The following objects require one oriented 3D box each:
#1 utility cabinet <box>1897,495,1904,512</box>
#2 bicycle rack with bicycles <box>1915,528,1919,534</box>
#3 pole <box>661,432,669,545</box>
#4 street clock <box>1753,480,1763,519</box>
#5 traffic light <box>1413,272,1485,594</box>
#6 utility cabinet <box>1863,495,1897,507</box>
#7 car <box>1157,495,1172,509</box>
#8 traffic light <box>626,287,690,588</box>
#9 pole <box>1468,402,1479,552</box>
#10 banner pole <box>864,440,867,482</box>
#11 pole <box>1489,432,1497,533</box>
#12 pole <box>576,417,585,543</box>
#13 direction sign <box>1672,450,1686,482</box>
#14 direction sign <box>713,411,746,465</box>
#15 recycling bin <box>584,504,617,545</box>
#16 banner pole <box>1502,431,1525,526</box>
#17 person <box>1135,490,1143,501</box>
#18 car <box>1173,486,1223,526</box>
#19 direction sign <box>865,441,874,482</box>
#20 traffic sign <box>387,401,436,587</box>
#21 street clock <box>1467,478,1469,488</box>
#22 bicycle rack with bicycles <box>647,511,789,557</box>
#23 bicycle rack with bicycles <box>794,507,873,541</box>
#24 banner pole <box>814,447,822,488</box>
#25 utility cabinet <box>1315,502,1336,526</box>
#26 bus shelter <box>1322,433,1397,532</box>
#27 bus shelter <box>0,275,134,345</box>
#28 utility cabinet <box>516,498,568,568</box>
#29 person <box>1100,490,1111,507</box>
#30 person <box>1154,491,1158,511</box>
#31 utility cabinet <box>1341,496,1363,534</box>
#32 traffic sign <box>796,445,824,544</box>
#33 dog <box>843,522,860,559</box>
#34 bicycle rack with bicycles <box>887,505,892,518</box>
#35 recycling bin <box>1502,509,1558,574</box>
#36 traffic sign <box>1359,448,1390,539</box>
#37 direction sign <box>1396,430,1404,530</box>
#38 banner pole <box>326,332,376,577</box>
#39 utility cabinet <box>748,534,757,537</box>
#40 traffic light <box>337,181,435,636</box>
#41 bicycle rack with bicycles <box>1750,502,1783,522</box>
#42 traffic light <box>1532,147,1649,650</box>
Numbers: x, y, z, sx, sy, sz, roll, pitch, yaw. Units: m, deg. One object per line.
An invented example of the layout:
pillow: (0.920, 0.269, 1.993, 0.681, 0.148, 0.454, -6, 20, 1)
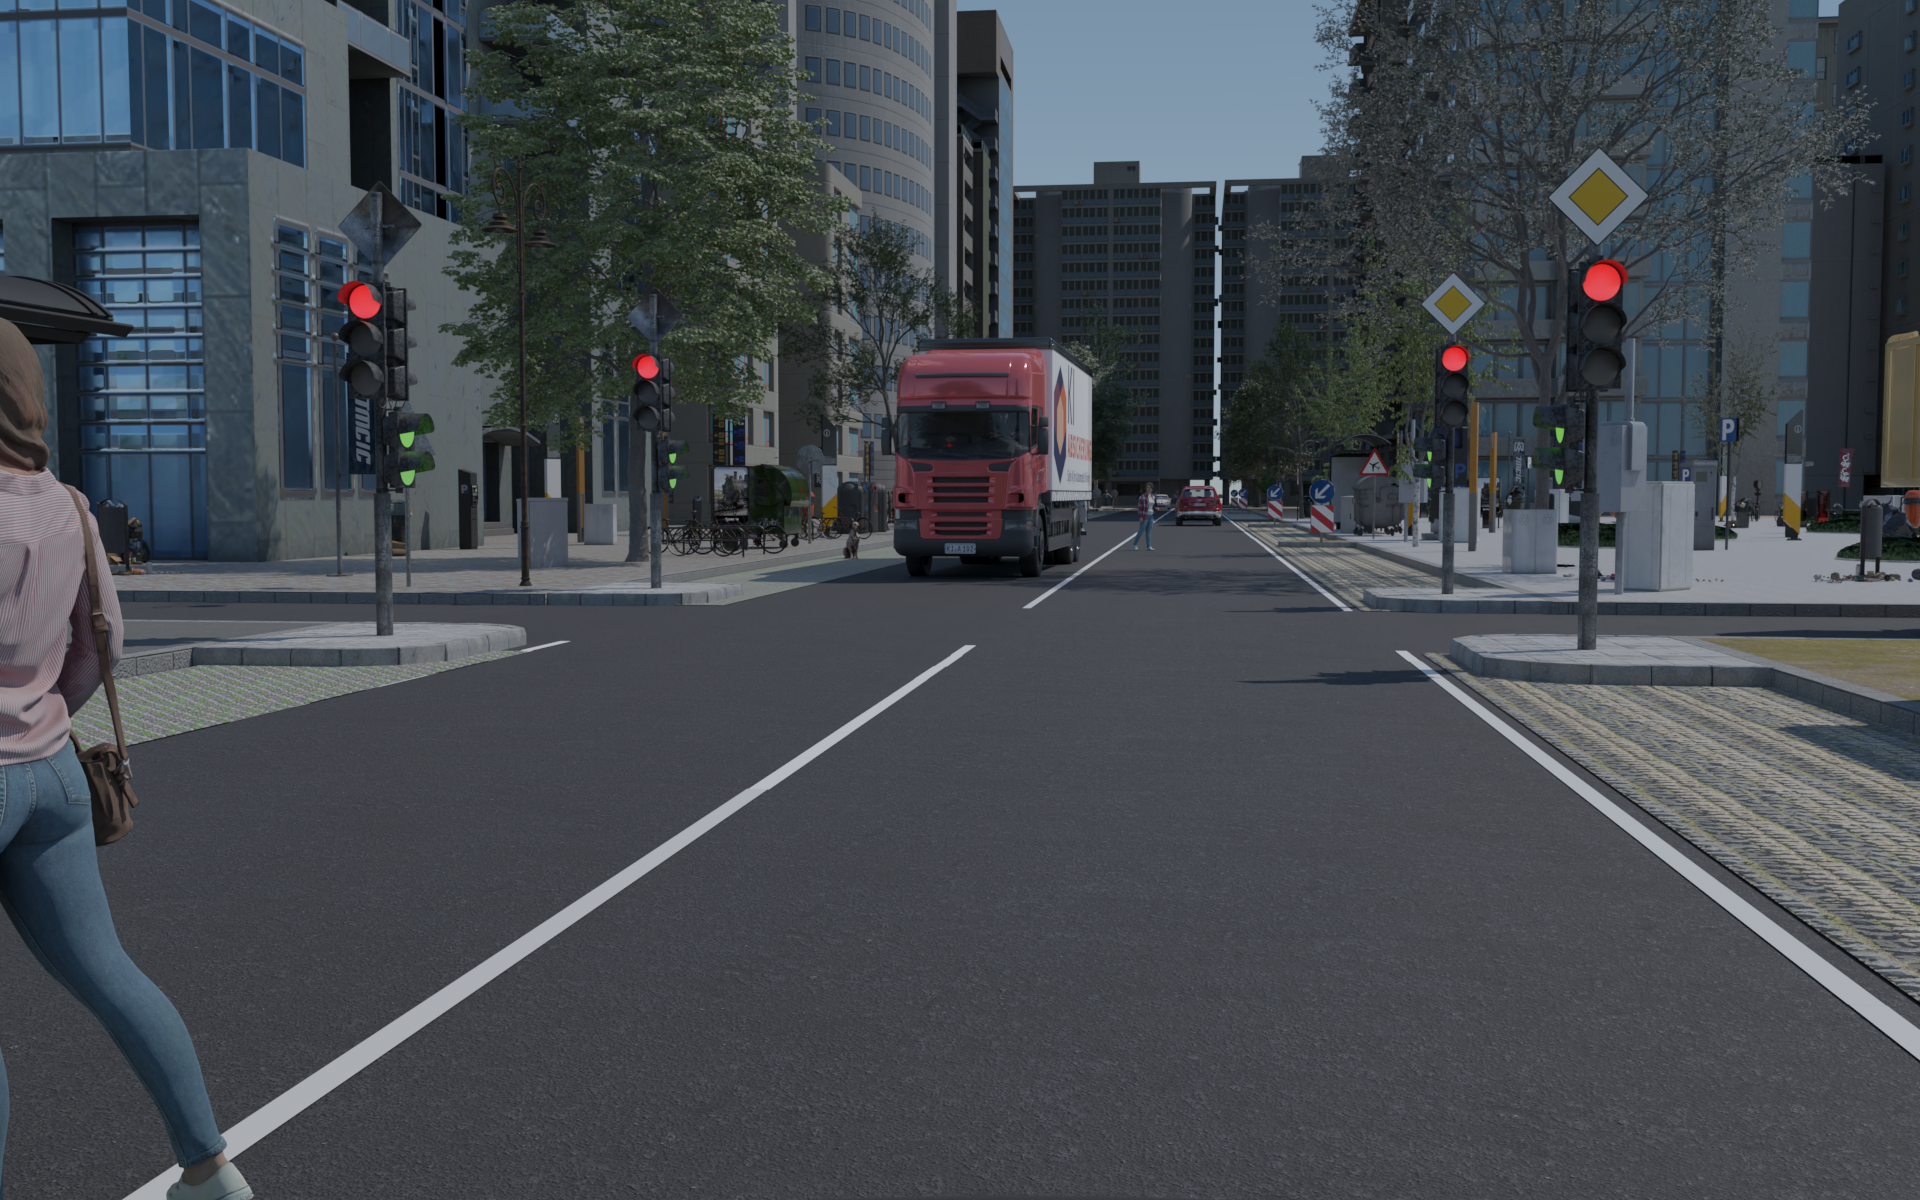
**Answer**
utility cabinet: (42.342, -4.116, 78.457, 1.020, 1.237, 0.306, -2, 4, -29)
bicycle rack with bicycles: (27.467, -2.040, 46.734, 2.925, 0.926, 2.852, -1, 4, -11)
pole: (-7.511, -3.069, 44.016, 0.158, 3.312, 0.155, 0, 3, 0)
street clock: (40.229, -5.063, 87.353, 0.471, 2.002, 0.358, -3, 4, -37)
traffic light: (6.241, -2.031, 22.123, 0.839, 4.253, 0.868, 0, 4, 8)
utility cabinet: (34.966, -3.350, 65.936, 1.020, 1.237, 0.306, 3, 4, 37)
car: (19.136, -9.346, 165.172, 2.083, 1.381, 4.827, 0, 4, 8)
traffic light: (-4.128, -2.116, 23.512, 0.839, 4.253, 0.868, 0, 4, 8)
pole: (11.464, -2.741, 38.661, 0.158, 3.312, 0.155, 0, 3, 0)
banner pole: (-4.406, -5.565, 80.997, 0.401, 3.779, 0.863, 0, 4, 5)
pole: (17.614, -3.877, 57.231, 0.158, 3.312, 0.155, 0, 3, 0)
pole: (-10.000, -3.168, 45.647, 0.158, 3.312, 0.155, 0, 3, 0)
direction sign: (37.296, -5.991, 89.947, 0.876, 3.537, 0.379, -2, 4, -23)
direction sign: (-6.265, -3.367, 47.045, 0.876, 3.537, 0.379, 0, 4, -3)
recycling bin: (-9.111, -1.916, 43.878, 0.722, 1.027, 0.722, 0, 4, -2)
banner pole: (22.201, -4.852, 69.349, 0.863, 3.779, 0.401, 0, 4, 3)
person: (13.986, -7.667, 134.377, 0.721, 1.766, 1.217, 3, 5, 42)
car: (10.920, -4.326, 79.404, 2.281, 1.827, 5.304, 0, 4, 6)
direction sign: (-3.873, -5.022, 74.103, 0.379, 3.537, 0.876, 1, 4, 22)
traffic sign: (-7.623, -1.460, 23.876, 0.884, 2.594, 0.081, 1, 4, 17)
street clock: (23.067, -4.541, 78.819, 0.358, 2.002, 0.471, 2, 4, 28)
bicycle rack with bicycles: (-5.287, -1.394, 36.170, 2.925, 0.926, 2.852, 1, 4, 8)
bicycle rack with bicycles: (-4.288, -2.172, 48.891, 2.925, 0.926, 2.852, 3, 4, 37)
banner pole: (-6.434, -5.535, 80.515, 0.863, 3.779, 0.401, 2, 4, 26)
utility cabinet: (14.814, -3.711, 69.358, 1.173, 1.500, 0.318, 0, 4, -3)
bus shelter: (13.864, -4.063, 60.359, 2.014, 3.302, 5.546, 0, 4, 8)
bus shelter: (-9.142, -1.214, 13.765, 2.014, 3.302, 5.546, 0, 4, 8)
utility cabinet: (-7.318, -1.175, 30.371, 0.306, 1.237, 1.020, 2, 4, 27)
person: (15.196, -10.480, 179.930, 1.350, 1.814, 0.705, 0, 4, 3)
person: (16.985, -8.595, 149.966, 0.436, 1.711, 0.756, 1, 4, 17)
utility cabinet: (12.744, -2.765, 56.367, 0.306, 1.237, 1.020, -1, 4, -15)
traffic sign: (-3.878, -2.722, 44.613, 0.768, 2.556, 0.104, 1, 4, 17)
dog: (-2.327, -1.312, 38.289, 0.513, 0.831, 0.800, 1, 4, 16)
bicycle rack with bicycles: (-2.750, -4.299, 83.670, 2.852, 0.926, 2.925, 1, 4, 14)
recycling bin: (9.260, -0.954, 28.151, 0.722, 1.027, 0.722, 0, 4, 4)
traffic sign: (11.787, -3.015, 49.304, 0.884, 2.594, 0.081, 1, 4, 10)
direction sign: (15.605, -4.256, 61.579, 0.379, 3.537, 0.876, 2, 4, 27)
banner pole: (-9.461, -2.261, 26.991, 0.863, 3.779, 0.401, -1, 4, -13)
utility cabinet: (-6.355, -2.451, 51.239, 1.020, 1.237, 0.306, 1, 4, 22)
traffic light: (-5.203, -1.632, 15.599, 0.839, 4.253, 0.868, 0, 4, 8)
bicycle rack with bicycles: (37.710, -4.143, 81.123, 2.852, 0.926, 2.925, 2, 4, 35)
traffic light: (5.165, -1.547, 14.211, 0.839, 4.253, 0.868, 0, 4, 8)
